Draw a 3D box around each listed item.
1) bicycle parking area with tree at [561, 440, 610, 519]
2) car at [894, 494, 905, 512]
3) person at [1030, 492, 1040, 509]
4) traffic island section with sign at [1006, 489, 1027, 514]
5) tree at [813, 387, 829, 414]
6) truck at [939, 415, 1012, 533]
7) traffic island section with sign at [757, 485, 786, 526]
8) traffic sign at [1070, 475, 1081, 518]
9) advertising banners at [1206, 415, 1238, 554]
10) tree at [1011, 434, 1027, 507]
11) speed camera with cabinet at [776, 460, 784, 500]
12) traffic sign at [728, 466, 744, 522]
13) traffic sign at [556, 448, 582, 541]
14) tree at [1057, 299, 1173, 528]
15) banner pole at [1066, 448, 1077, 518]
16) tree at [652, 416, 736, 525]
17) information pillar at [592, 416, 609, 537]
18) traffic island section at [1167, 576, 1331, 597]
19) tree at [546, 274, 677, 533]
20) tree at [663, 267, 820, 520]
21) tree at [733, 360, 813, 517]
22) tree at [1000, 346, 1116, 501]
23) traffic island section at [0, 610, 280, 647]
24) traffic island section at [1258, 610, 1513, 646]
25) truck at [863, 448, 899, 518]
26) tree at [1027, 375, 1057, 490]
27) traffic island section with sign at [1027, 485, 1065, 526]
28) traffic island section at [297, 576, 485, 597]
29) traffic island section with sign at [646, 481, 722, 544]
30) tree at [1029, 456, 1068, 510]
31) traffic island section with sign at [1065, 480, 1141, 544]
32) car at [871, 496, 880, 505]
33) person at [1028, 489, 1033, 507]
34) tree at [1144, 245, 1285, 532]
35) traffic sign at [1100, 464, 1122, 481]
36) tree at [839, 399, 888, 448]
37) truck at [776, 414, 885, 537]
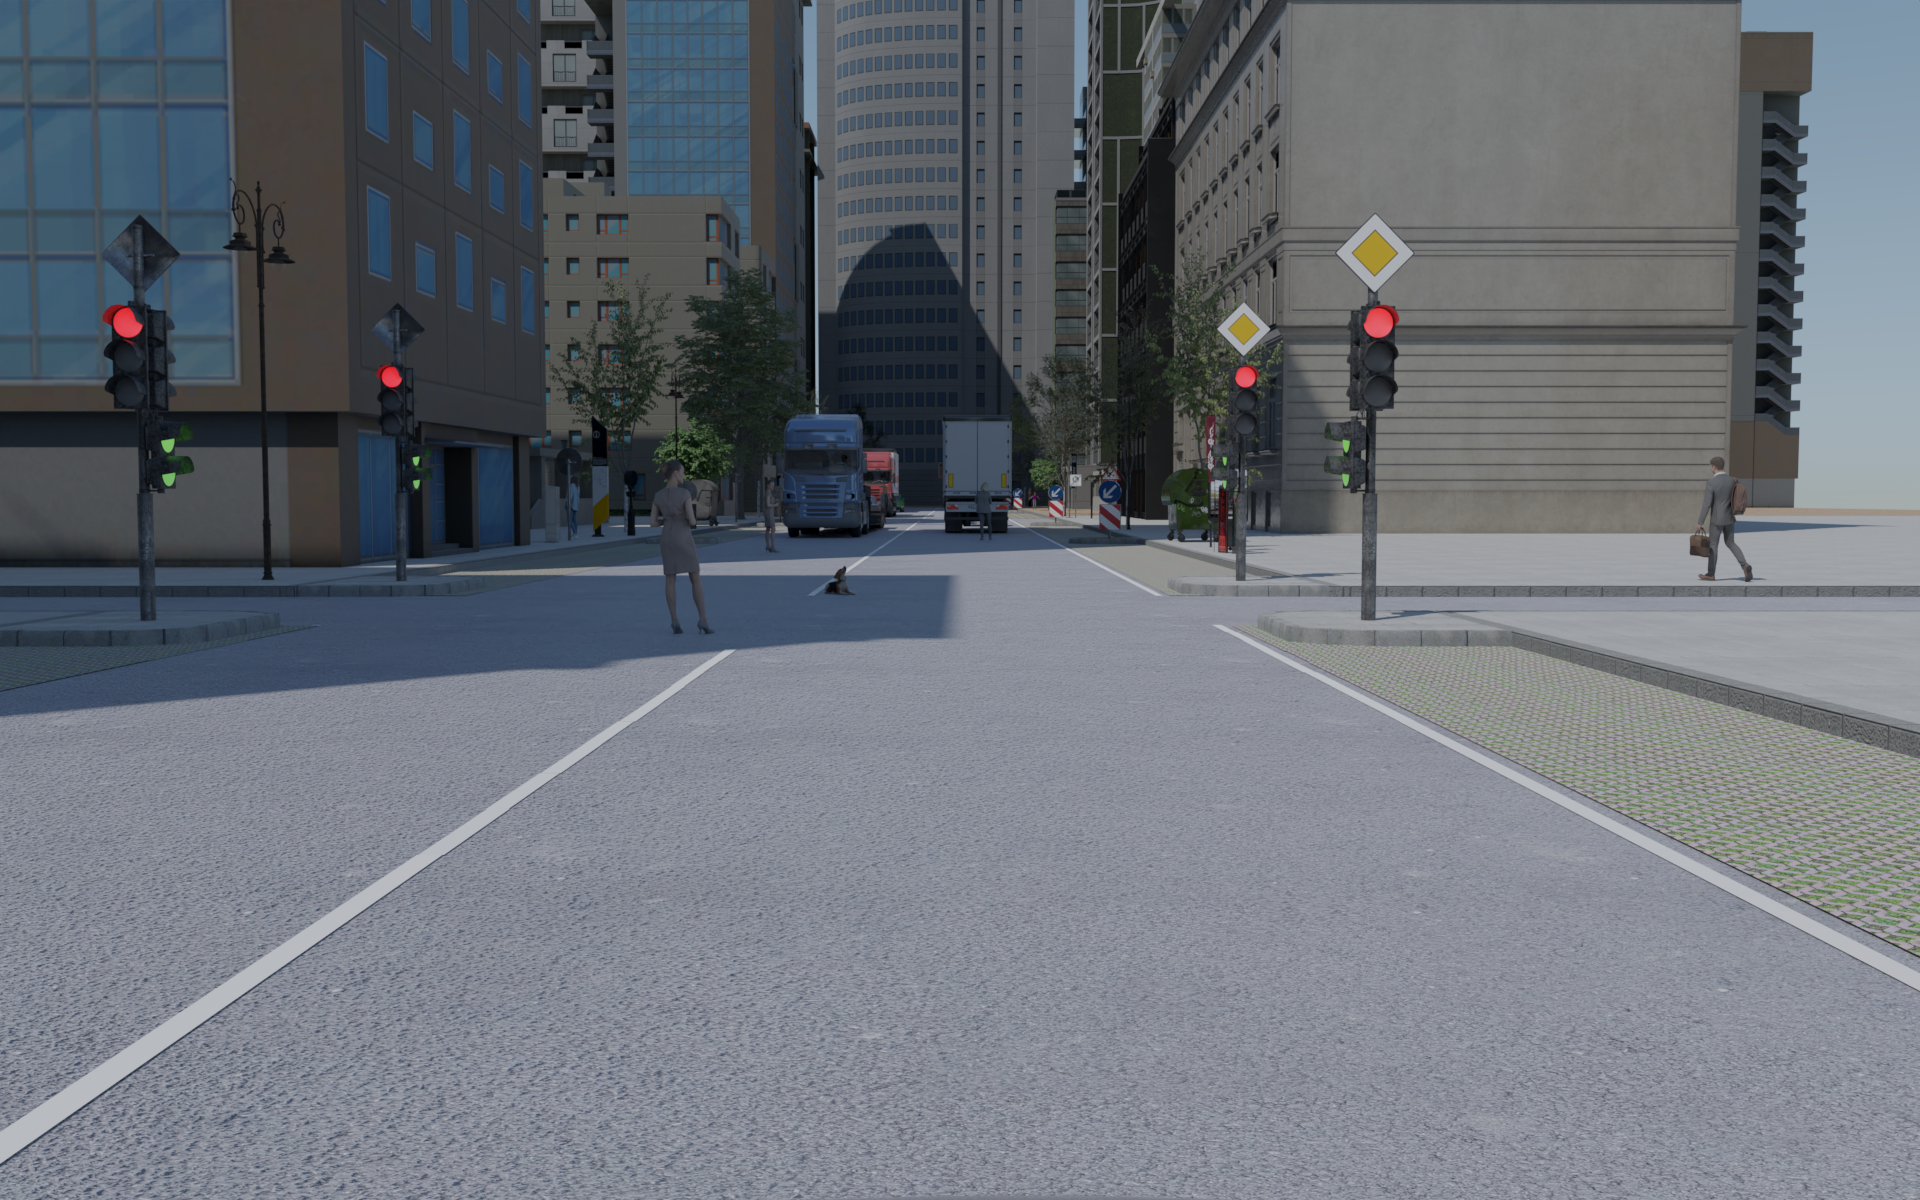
[{"bbox_3d":[-22.811,-6.295,89.925,8.231,4.147,9.016,-2,4,-28],"label":"bicycle parking area with tree"},{"bbox_3d":[-5.326,-7.824,136.717,1.959,1.807,4.718,0,3,0],"label":"car"},{"bbox_3d":[6.207,-8.268,144.446,0.991,1.433,0.599,-1,4,-16],"label":"person"},{"bbox_3d":[4.129,-7.282,127.692,1.989,1.847,2.006,0,3,0],"label":"traffic island section with sign"},{"bbox_3d":[-10.514,-10.372,119.950,4.360,8.622,3.978,0,3,0],"label":"tree"},{"bbox_3d":[0.572,-4.785,67.156,2.839,4.237,11.283,0,4,0],"label":"truck"},{"bbox_3d":[-7.965,-4.191,77.153,1.989,1.847,2.006,0,3,0],"label":"traffic island section with sign"},{"bbox_3d":[6.133,-5.487,91.843,0.606,2.300,0.079,0,4,8],"label":"traffic sign"},{"bbox_3d":[5.749,-2.539,37.697,0.090,3.025,2.074,-1,4,-14],"label":"advertising banners"},{"bbox_3d":[6.573,-13.919,177.939,4.360,8.622,3.978,0,3,0],"label":"tree"},{"bbox_3d":[-10.147,-6.441,99.650,0.660,3.252,2.038,0,4,2],"label":"speed camera with cabinet"},{"bbox_3d":[-10.186,-4.809,78.739,0.768,2.556,0.104,0,4,4],"label":"traffic sign"},{"bbox_3d":[-10.749,-2.905,47.598,0.768,2.556,0.104,1,4,8],"label":"traffic sign"},{"bbox_3d":[6.308,-7.060,65.792,4.360,8.622,3.978,0,3,0],"label":"tree"},{"bbox_3d":[6.107,-6.373,94.210,0.401,3.779,0.863,3,5,42],"label":"banner pole"},{"bbox_3d":[-11.097,-5.410,72.172,4.285,4.588,4.351,0,3,0],"label":"tree"},{"bbox_3d":[-10.775,-3.699,51.838,0.504,3.616,0.183,0,4,8],"label":"information pillar"},{"bbox_3d":[4.169,-0.203,25.595,2.009,0.180,2.903,0,3,0],"label":"traffic island section"},{"bbox_3d":[-11.308,-6.569,57.758,4.737,8.622,4.395,0,3,0],"label":"tree"},{"bbox_3d":[-10.902,-10.298,86.501,7.486,12.596,7.792,0,3,0],"label":"tree"},{"bbox_3d":[-11.020,-8.873,95.434,4.360,8.622,3.978,0,3,0],"label":"tree"},{"bbox_3d":[6.115,-10.730,109.843,8.767,10.594,7.601,2,4,27],"label":"tree"},{"bbox_3d":[-8.268,0.286,17.609,2.009,0.180,2.903,0,3,0],"label":"traffic island section"},{"bbox_3d":[4.173,0.286,17.610,2.009,0.180,2.903,0,3,0],"label":"traffic island section"},{"bbox_3d":[-5.276,-7.318,108.560,2.839,4.237,11.283,0,3,0],"label":"truck"},{"bbox_3d":[6.203,-9.324,102.812,4.360,8.622,3.978,0,3,0],"label":"tree"},{"bbox_3d":[4.148,-4.216,77.560,1.989,1.847,2.006,0,3,0],"label":"traffic island section with sign"},{"bbox_3d":[-8.272,-0.203,25.594,2.009,0.180,2.903,0,3,0],"label":"traffic island section"},{"bbox_3d":[-7.952,-2.542,50.197,1.989,1.847,2.006,0,3,0],"label":"traffic island section with sign"},{"bbox_3d":[7.042,-9.335,136.337,4.285,4.588,4.351,0,3,0],"label":"tree"},{"bbox_3d":[4.168,-2.542,50.193,1.989,1.847,2.006,0,3,0],"label":"traffic island section with sign"},{"bbox_3d":[-5.409,-5.159,96.714,2.083,1.381,4.827,0,4,-1],"label":"car"},{"bbox_3d":[7.021,-10.197,172.897,0.705,1.807,1.348,-1,4,-20],"label":"person"},{"bbox_3d":[7.331,-6.160,51.070,4.737,8.622,4.395,0,3,0],"label":"tree"},{"bbox_3d":[6.024,-4.236,69.255,0.884,2.594,0.081,0,4,4],"label":"traffic sign"},{"bbox_3d":[-10.614,-14.357,169.148,7.601,10.594,8.767,1,4,12],"label":"tree"},{"bbox_3d":[-4.442,-4.565,64.395,2.967,4.110,18.799,0,4,0],"label":"truck"}]
